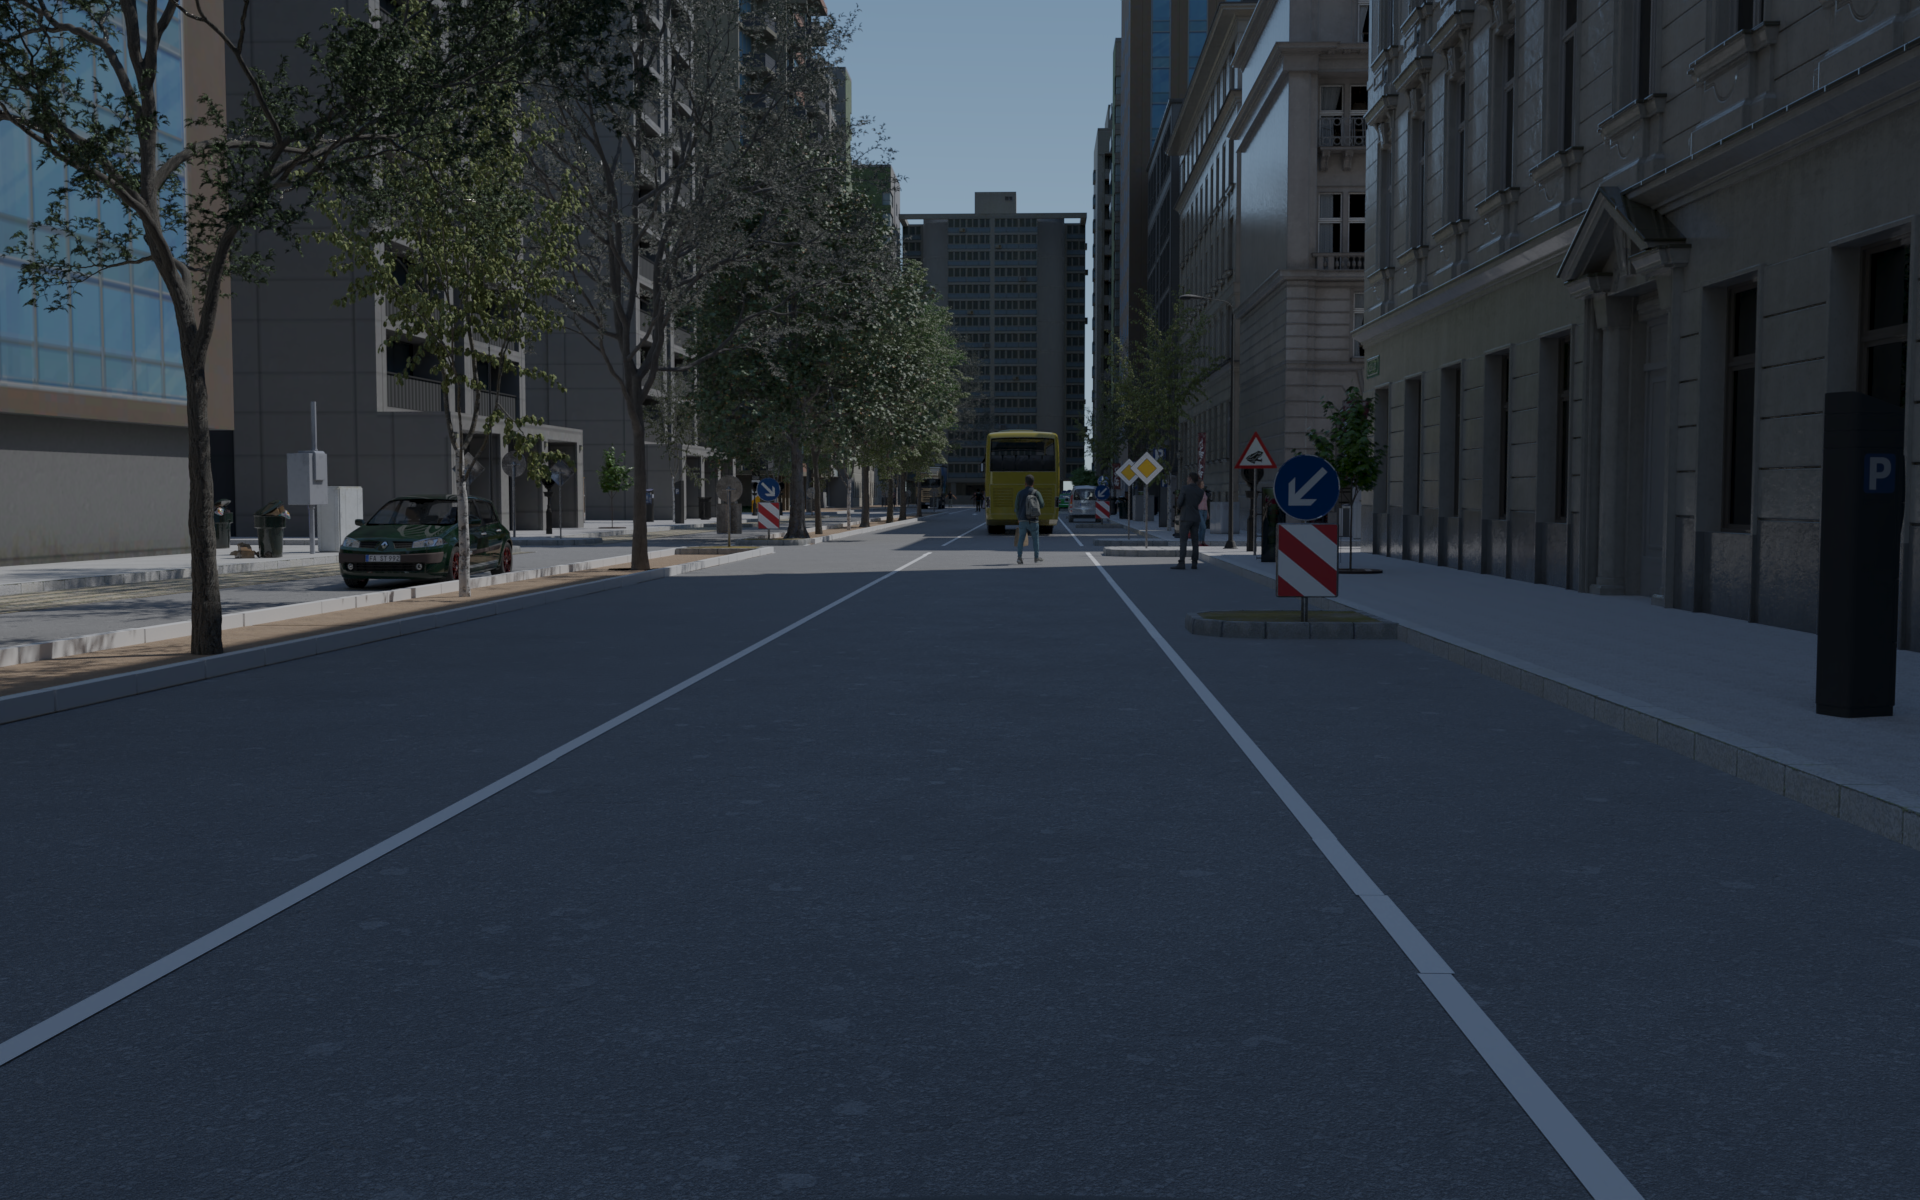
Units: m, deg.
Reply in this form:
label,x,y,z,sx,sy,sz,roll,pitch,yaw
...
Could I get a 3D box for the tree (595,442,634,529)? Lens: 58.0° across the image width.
label,x,y,z,sx,sy,sz,roll,pitch,yaw
tree,-12.949,-4.262,64.279,1.663,3.219,1.824,0,3,0

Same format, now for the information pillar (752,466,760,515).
label,x,y,z,sx,sy,sz,roll,pitch,yaw
information pillar,-12.253,-6.878,103.806,0.504,3.616,0.183,-1,4,-14

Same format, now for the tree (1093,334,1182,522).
label,x,y,z,sx,sy,sz,roll,pitch,yaw
tree,8.193,-7.844,78.610,4.360,8.622,3.978,0,3,0

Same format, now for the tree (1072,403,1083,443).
label,x,y,z,sx,sy,sz,roll,pitch,yaw
tree,9.343,-9.678,108.598,4.737,8.622,4.395,0,3,0

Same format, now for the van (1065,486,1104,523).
label,x,y,z,sx,sy,sz,roll,pitch,yaw
van,6.369,-4.981,88.451,2.013,2.044,4.112,0,4,3

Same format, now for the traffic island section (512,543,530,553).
label,x,y,z,sx,sy,sz,roll,pitch,yaw
traffic island section,-11.809,-1.181,41.592,2.009,0.180,2.903,0,4,3

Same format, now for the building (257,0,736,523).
label,x,y,z,sx,sy,sz,roll,pitch,yaw
building,-23.267,-40.062,93.265,20.563,71.187,20.611,0,4,3

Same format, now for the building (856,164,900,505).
label,x,y,z,sx,sy,sz,roll,pitch,yaw
building,-14.865,-32.673,217.790,14.086,41.232,14.154,0,4,3

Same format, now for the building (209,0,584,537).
label,x,y,z,sx,sy,sz,roll,pitch,yaw
building,-24.778,-38.027,59.990,20.563,71.187,20.611,0,4,3

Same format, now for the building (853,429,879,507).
label,x,y,z,sx,sy,sz,roll,pitch,yaw
building,-24.442,-20.830,185.612,28.899,21.520,27.650,0,4,3

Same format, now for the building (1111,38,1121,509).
label,x,y,z,sx,sy,sz,roll,pitch,yaw
building,20.879,-29.071,158.905,14.154,41.232,14.086,0,4,3

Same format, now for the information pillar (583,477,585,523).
label,x,y,z,sx,sy,sz,roll,pitch,yaw
information pillar,-16.748,-4.407,76.551,0.304,2.012,0.304,0,4,-2

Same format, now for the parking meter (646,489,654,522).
label,x,y,z,sx,sy,sz,roll,pitch,yaw
parking meter,-14.232,-4.344,79.430,0.372,1.533,0.369,0,3,0

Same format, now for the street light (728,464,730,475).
label,x,y,z,sx,sy,sz,roll,pitch,yaw
street light,-11.117,-7.022,87.354,1.470,5.913,1.316,0,4,3

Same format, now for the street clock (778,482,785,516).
label,x,y,z,sx,sy,sz,roll,pitch,yaw
street clock,-10.695,-6.038,103.287,0.471,2.002,0.358,-3,4,-38

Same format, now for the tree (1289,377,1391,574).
label,x,y,z,sx,sy,sz,roll,pitch,yaw
tree,6.468,-2.058,28.250,1.663,3.219,1.824,0,3,0

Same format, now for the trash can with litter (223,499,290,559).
label,x,y,z,sx,sy,sz,roll,pitch,yaw
trash can with litter,-14.006,-1.422,34.643,0.624,1.170,1.055,3,5,42

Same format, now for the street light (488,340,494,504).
label,x,y,z,sx,sy,sz,roll,pitch,yaw
street light,-12.855,-4.700,49.389,1.470,5.913,1.316,0,4,3

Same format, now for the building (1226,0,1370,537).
label,x,y,z,sx,sy,sz,roll,pitch,yaw
building,21.352,-13.091,55.837,24.055,21.916,13.314,0,4,3

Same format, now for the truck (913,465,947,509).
label,x,y,z,sx,sy,sz,roll,pitch,yaw
truck,-2.778,-10.922,167.494,2.839,4.237,11.283,0,4,2

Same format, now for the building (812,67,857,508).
label,x,y,z,sx,sy,sz,roll,pitch,yaw
building,-17.742,-29.217,161.287,14.154,41.232,14.086,0,4,3

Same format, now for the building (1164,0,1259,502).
label,x,y,z,sx,sy,sz,roll,pitch,yaw
building,18.984,-15.310,83.607,16.112,22.955,30.059,0,4,3

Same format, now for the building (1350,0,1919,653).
label,x,y,z,sx,sy,sz,roll,pitch,yaw
building,15.763,-14.634,15.678,17.030,29.872,44.131,0,4,3

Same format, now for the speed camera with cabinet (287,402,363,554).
label,x,y,z,sx,sy,sz,roll,pitch,yaw
speed camera with cabinet,-13.862,-2.661,37.837,0.660,3.252,2.038,1,4,12

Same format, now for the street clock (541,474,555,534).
label,x,y,z,sx,sy,sz,roll,pitch,yaw
street clock,-13.128,-3.102,55.284,0.471,2.002,0.358,-1,4,-19

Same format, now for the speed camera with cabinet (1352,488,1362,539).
label,x,y,z,sx,sy,sz,roll,pitch,yaw
speed camera with cabinet,11.350,-3.331,48.792,0.660,3.252,2.038,1,4,17

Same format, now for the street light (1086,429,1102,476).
label,x,y,z,sx,sy,sz,roll,pitch,yaw
street light,9.578,-9.227,123.403,1.470,5.913,1.316,0,4,3

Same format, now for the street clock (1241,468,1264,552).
label,x,y,z,sx,sy,sz,roll,pitch,yaw
street clock,6.509,-2.082,38.609,0.471,2.002,0.358,-1,4,-8

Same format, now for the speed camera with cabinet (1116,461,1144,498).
label,x,y,z,sx,sy,sz,roll,pitch,yaw
speed camera with cabinet,10.214,-6.619,102.558,0.660,3.252,2.038,-3,5,-44

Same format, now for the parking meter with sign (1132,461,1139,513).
label,x,y,z,sx,sy,sz,roll,pitch,yaw
parking meter with sign,9.428,-5.939,93.370,0.543,3.016,1.738,1,4,8

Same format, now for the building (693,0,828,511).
label,x,y,z,sx,sy,sz,roll,pitch,yaw
building,-22.499,-29.646,139.344,22.147,44.769,28.867,0,4,3

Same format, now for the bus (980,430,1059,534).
label,x,y,z,sx,sy,sz,roll,pitch,yaw
bus,2.212,-4.511,65.298,2.896,3.916,12.252,0,4,1

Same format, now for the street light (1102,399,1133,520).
label,x,y,z,sx,sy,sz,roll,pitch,yaw
street light,7.860,-6.875,84.947,1.470,5.913,1.316,0,4,3

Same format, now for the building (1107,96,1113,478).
label,x,y,z,sx,sy,sz,roll,pitch,yaw
building,27.003,-34.319,180.728,23.786,49.044,30.456,0,4,3

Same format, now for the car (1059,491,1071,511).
label,x,y,z,sx,sy,sz,roll,pitch,yaw
car,9.001,-8.342,145.195,1.959,1.807,4.718,0,4,3

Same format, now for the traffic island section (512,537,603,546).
label,x,y,z,sx,sy,sz,roll,pitch,yaw
traffic island section,-11.446,-1.669,49.569,2.009,0.180,2.903,0,4,3

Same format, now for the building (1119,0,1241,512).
label,x,y,z,sx,sy,sz,roll,pitch,yaw
building,19.313,-29.376,130.403,14.600,45.320,14.200,0,4,3

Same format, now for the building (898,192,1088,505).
label,x,y,z,sx,sy,sz,roll,pitch,yaw
building,4.541,-32.627,225.331,23.993,40.220,32.217,0,4,3

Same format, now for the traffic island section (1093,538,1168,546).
label,x,y,z,sx,sy,sz,roll,pitch,yaw
traffic island section,4.779,-1.624,48.829,2.009,0.180,2.903,0,4,3

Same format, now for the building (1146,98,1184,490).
label,x,y,z,sx,sy,sz,roll,pitch,yaw
building,19.685,-19.414,110.923,14.314,27.812,24.014,0,4,3

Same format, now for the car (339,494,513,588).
label,x,y,z,sx,sy,sz,roll,pitch,yaw
car,-8.481,-1.096,27.705,2.009,1.686,4.222,0,4,2

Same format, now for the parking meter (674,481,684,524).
label,x,y,z,sx,sy,sz,roll,pitch,yaw
parking meter,-12.109,-4.220,74.713,0.399,1.863,0.255,3,4,38

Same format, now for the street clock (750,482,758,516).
label,x,y,z,sx,sy,sz,roll,pitch,yaw
street clock,-12.082,-5.952,101.891,0.358,2.002,0.471,3,5,41

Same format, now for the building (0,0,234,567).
label,x,y,z,sx,sy,sz,roll,pitch,yaw
building,-23.532,-23.278,30.708,14.200,45.320,14.600,0,4,3

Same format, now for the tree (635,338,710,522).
label,x,y,z,sx,sy,sz,roll,pitch,yaw
tree,-13.072,-7.875,79.117,4.360,8.622,3.978,0,3,0

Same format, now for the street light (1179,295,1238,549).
label,x,y,z,sx,sy,sz,roll,pitch,yaw
street light,5.806,-4.155,40.483,1.470,5.913,1.316,0,4,3

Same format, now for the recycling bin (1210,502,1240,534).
label,x,y,z,sx,sy,sz,roll,pitch,yaw
recycling bin,8.551,-2.652,55.922,0.722,1.027,0.722,-2,4,-24

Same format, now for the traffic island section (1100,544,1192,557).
label,x,y,z,sx,sy,sz,roll,pitch,yaw
traffic island section,4.416,-1.136,40.852,2.009,0.180,2.903,0,4,3

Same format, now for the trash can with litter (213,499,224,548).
label,x,y,z,sx,sy,sz,roll,pitch,yaw
trash can with litter,-17.661,-1.794,40.726,1.055,1.170,0.624,1,4,12

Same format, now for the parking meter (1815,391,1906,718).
label,x,y,z,sx,sy,sz,roll,pitch,yaw
parking meter,5.213,-0.264,10.021,0.399,1.863,0.255,-1,4,-18

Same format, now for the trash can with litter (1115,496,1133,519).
label,x,y,z,sx,sy,sz,roll,pitch,yaw
trash can with litter,8.508,-4.736,88.826,1.055,1.170,0.624,-3,5,-44

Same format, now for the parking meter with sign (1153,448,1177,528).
label,x,y,z,sx,sy,sz,roll,pitch,yaw
parking meter with sign,8.094,-4.328,67.029,0.543,3.016,1.738,2,4,32

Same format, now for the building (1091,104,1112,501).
label,x,y,z,sx,sy,sz,roll,pitch,yaw
building,27.437,-36.385,218.592,21.600,48.544,21.300,0,4,3

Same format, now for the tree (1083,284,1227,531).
label,x,y,z,sx,sy,sz,roll,pitch,yaw
tree,7.067,-6.721,60.249,4.737,8.622,4.395,0,3,0

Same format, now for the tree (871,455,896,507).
label,x,y,z,sx,sy,sz,roll,pitch,yaw
tree,-7.567,-13.646,173.472,4.737,8.622,4.395,0,3,0

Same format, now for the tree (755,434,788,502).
label,x,y,z,sx,sy,sz,roll,pitch,yaw
tree,-11.805,-9.797,110.541,4.360,8.622,3.978,0,3,0
